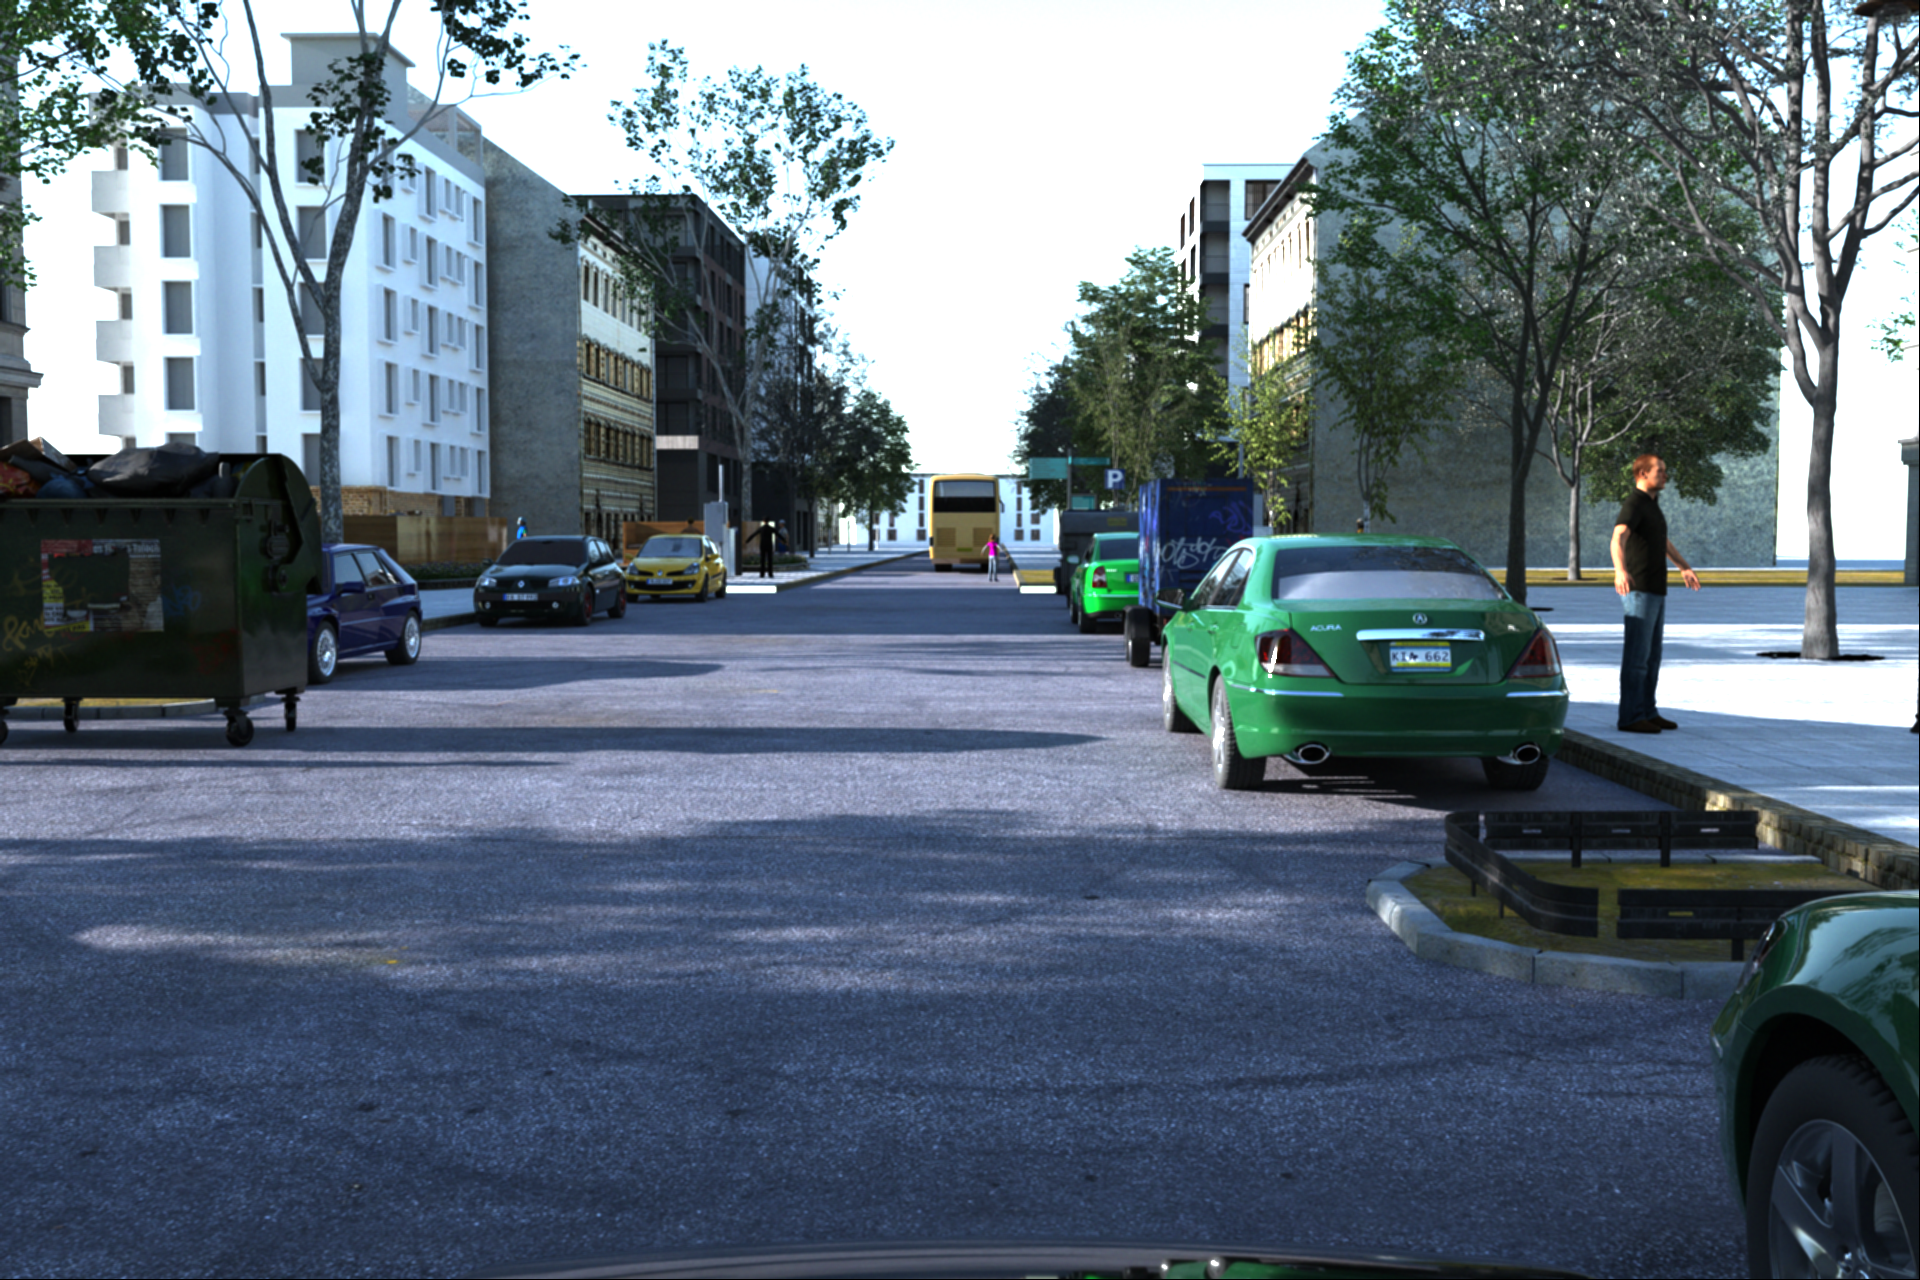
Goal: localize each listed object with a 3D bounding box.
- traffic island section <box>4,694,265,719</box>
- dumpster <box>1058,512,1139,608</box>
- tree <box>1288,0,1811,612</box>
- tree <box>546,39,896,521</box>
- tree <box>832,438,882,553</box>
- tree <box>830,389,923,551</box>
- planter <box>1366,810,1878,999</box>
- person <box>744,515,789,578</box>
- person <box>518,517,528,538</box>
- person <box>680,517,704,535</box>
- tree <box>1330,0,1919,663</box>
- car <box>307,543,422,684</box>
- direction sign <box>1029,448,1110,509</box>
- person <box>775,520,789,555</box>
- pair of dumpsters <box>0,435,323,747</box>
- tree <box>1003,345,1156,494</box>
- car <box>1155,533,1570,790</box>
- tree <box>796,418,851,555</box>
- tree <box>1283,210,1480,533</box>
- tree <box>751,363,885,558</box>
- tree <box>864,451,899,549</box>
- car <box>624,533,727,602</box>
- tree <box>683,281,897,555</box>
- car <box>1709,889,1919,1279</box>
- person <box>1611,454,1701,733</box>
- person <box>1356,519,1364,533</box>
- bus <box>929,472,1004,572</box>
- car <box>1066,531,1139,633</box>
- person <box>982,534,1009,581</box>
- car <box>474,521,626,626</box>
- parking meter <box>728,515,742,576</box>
[{"bbox_3d":[-6.962,0.518,14.391,1.991,0.108,1.994,0,4,2],"label":"traffic island section"},{"bbox_3d":[2.832,-1.540,33.389,1.865,1.857,1.264,0,4,1],"label":"dumpster"},{"bbox_3d":[9.531,-6.304,28.825,9.928,11.665,9.643,0,3,0],"label":"tree"},{"bbox_3d":[-9.214,-12.934,67.363,12.611,20.169,13.585,0,3,0],"label":"tree"},{"bbox_3d":[-7.795,-10.394,120.310,4.360,8.622,3.978,0,3,0],"label":"tree"},{"bbox_3d":[-6.566,-13.272,135.131,7.486,12.596,7.792,0,3,0],"label":"tree"},{"bbox_3d":[2.559,0.907,6.313,1.991,0.319,1.994,0,4,2],"label":"planter"},{"bbox_3d":[-5.723,-2.769,51.214,1.347,1.837,0.705,0,4,-5],"label":"person"},{"bbox_3d":[-13.915,-2.989,54.996,0.704,1.817,1.347,-2,4,-24],"label":"person"},{"bbox_3d":[-7.081,-2.373,45.601,1.217,1.733,0.721,-1,4,-8],"label":"person"},{"bbox_3d":[8.797,-6.557,17.583,12.009,13.543,11.850,0,3,0],"label":"tree"},{"bbox_3d":[-6.881,-0.316,17.747,1.945,1.354,3.894,0,4,1],"label":"car"},{"bbox_3d":[3.396,-3.960,53.514,2.525,3.948,1.411,0,4,2],"label":"direction sign"},{"bbox_3d":[-7.077,-3.844,68.712,0.705,1.847,1.347,-2,4,-33],"label":"person"},{"bbox_3d":[-6.881,-0.433,12.037,4.436,2.255,1.574,0,4,1],"label":"pair of dumpsters"},{"bbox_3d":[7.857,-12.159,109.171,12.009,13.543,11.850,0,3,0],"label":"tree"},{"bbox_3d":[2.378,0.041,11.135,2.131,1.459,4.920,0,4,1],"label":"car"},{"bbox_3d":[-8.401,-9.661,108.324,4.737,8.622,4.395,0,3,0],"label":"tree"},{"bbox_3d":[9.577,-5.456,39.564,4.737,8.622,4.395,0,3,0],"label":"tree"},{"bbox_3d":[-7.929,-9.753,93.876,8.767,10.594,7.601,1,4,12],"label":"tree"},{"bbox_3d":[-6.876,-11.993,146.449,4.737,8.622,4.395,0,3,0],"label":"tree"},{"bbox_3d":[-6.140,-1.669,37.518,2.015,1.641,3.980,0,4,1],"label":"car"},{"bbox_3d":[-8.150,-10.626,84.098,12.009,13.543,11.850,0,3,0],"label":"tree"},{"bbox_3d":[2.165,0.655,1.096,2.131,1.459,4.920,0,4,1],"label":"car"},{"bbox_3d":[4.487,-0.310,11.281,0.705,1.803,1.348,3,5,41],"label":"person"},{"bbox_3d":[14.883,-3.587,64.413,0.705,1.858,1.354,0,4,-7],"label":"person"},{"bbox_3d":[0.303,-4.678,68.030,2.896,3.916,12.252,0,4,1],"label":"bus"},{"bbox_3d":[2.631,-1.077,26.401,1.959,1.807,4.718,0,4,1],"label":"car"},{"bbox_3d":[1.044,-2.491,52.446,0.991,1.433,0.599,3,4,37],"label":"person"},{"bbox_3d":[-6.616,-1.126,28.198,2.009,1.686,4.222,0,4,1],"label":"car"},{"bbox_3d":[-6.903,-2.903,53.175,0.399,1.863,0.255,0,4,3],"label":"parking meter"}]
